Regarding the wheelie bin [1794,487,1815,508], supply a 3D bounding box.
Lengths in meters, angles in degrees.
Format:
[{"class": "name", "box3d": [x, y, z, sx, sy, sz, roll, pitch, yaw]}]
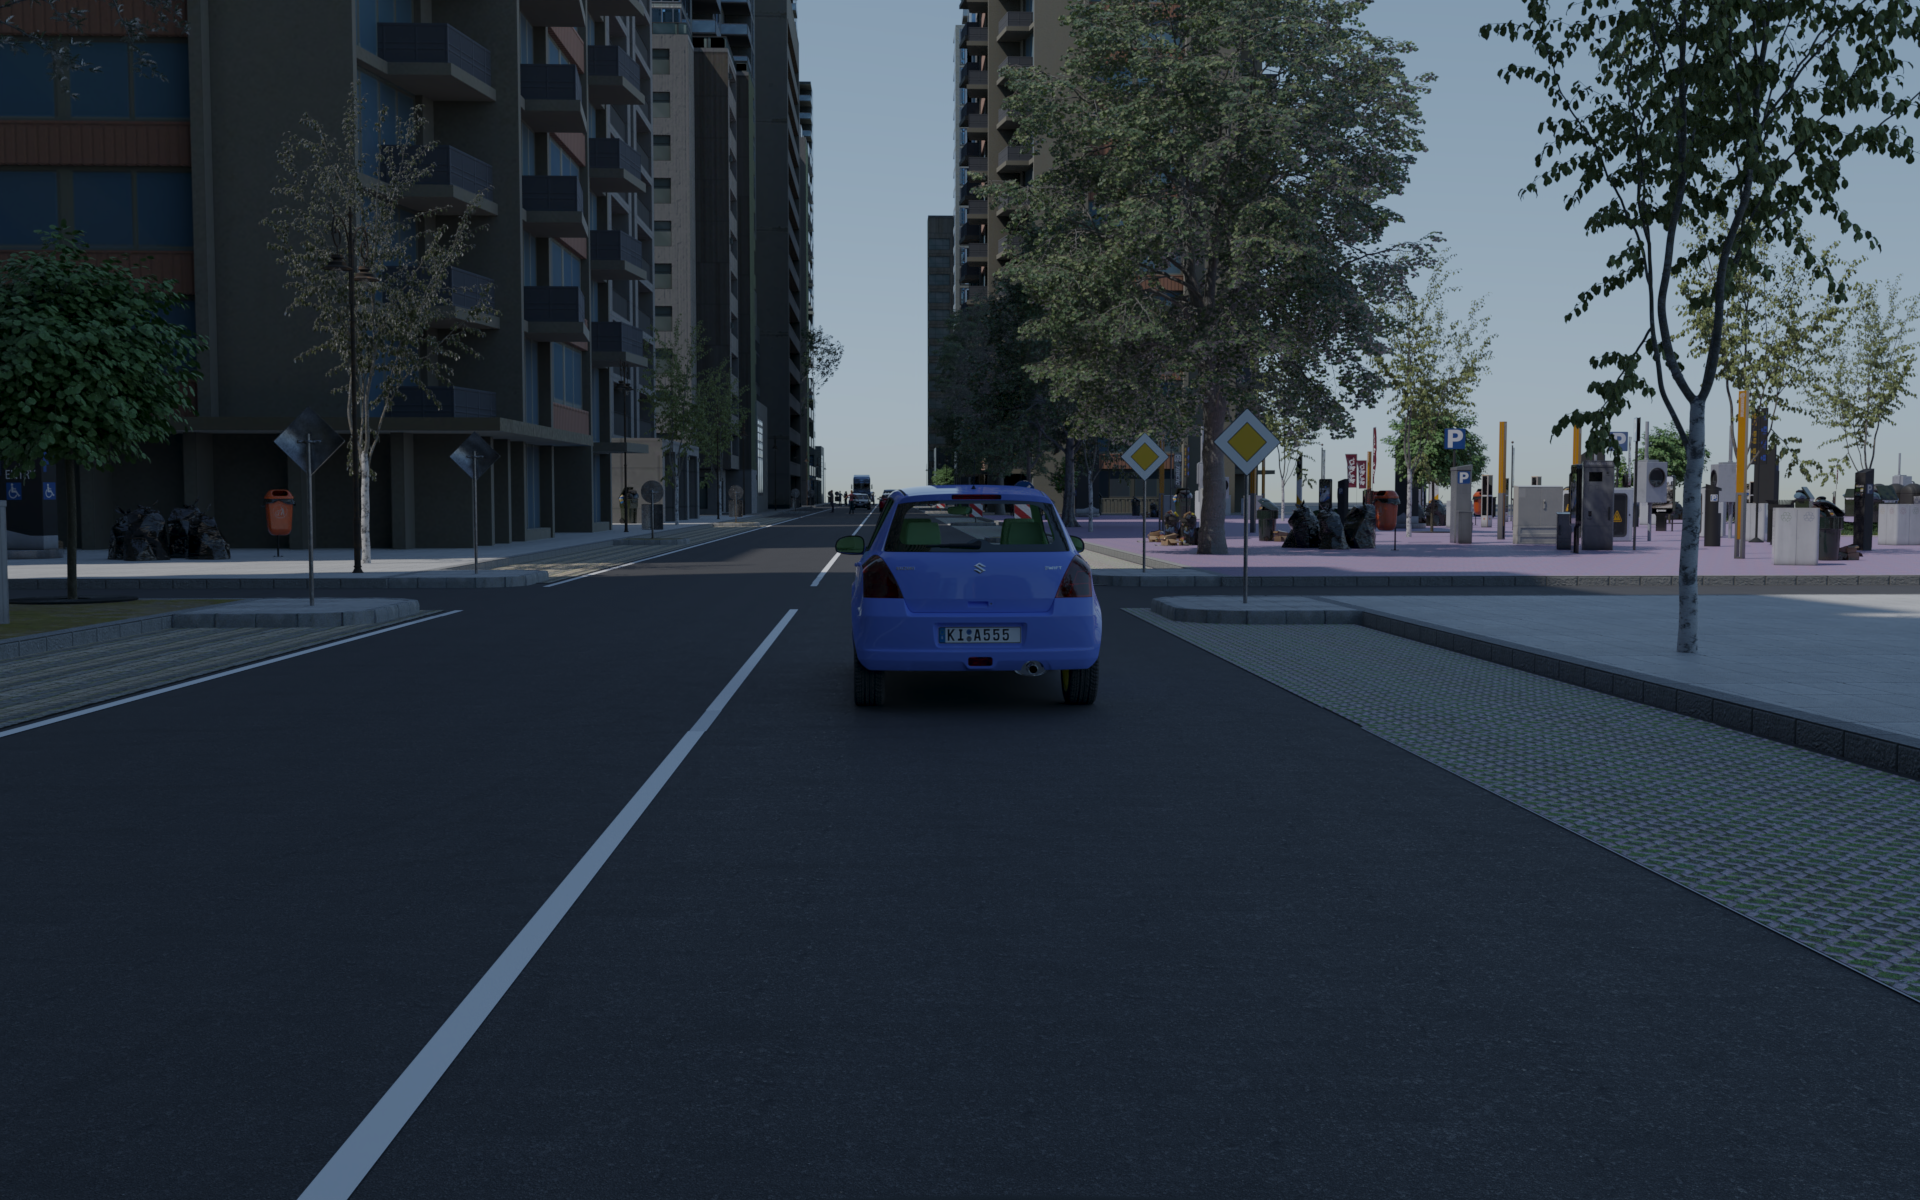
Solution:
[{"class": "wheelie bin", "box3d": [35.828, -4.015, 73.550, 0.693, 1.594, 0.980, 3, 5, 44]}]

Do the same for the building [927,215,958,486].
[{"class": "building", "box3d": [2.153, -34.995, 255.766, 14.154, 41.232, 14.086, 0, 4, -2]}]

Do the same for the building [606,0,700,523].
[{"class": "building", "box3d": [-23.630, -39.464, 83.492, 20.563, 71.187, 20.611, 0, 4, -2]}]

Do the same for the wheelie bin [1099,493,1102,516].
[{"class": "wheelie bin", "box3d": [8.168, -5.856, 103.660, 0.693, 1.594, 0.980, 0, 4, 2]}]

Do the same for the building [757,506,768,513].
[{"class": "building", "box3d": [-25.711, -50.064, 131.224, 22.319, 86.520, 31.000, 0, 4, -2]}]

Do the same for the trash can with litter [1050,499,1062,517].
[{"class": "trash can with litter", "box3d": [4.638, -4.510, 85.118, 1.055, 1.170, 0.624, 1, 4, 18]}]

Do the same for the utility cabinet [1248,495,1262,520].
[{"class": "utility cabinet", "box3d": [14.654, -4.619, 86.676, 1.020, 1.237, 0.306, -2, 4, -35]}]

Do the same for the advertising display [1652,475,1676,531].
[{"class": "advertising display", "box3d": [24.215, -3.336, 59.762, 0.123, 1.923, 0.974, -2, 4, -33]}]

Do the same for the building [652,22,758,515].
[{"class": "building", "box3d": [-20.551, -20.694, 110.050, 14.160, 30.474, 14.107, 0, 4, -2]}]

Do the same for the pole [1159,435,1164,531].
[{"class": "pole", "box3d": [6.927, -4.017, 59.528, 0.158, 3.312, 0.155, 0, 3, 0]}]

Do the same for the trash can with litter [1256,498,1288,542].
[{"class": "trash can with litter", "box3d": [8.528, -2.168, 46.838, 0.624, 1.170, 1.055, -3, 5, -39]}]

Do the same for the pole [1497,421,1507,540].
[{"class": "pole", "box3d": [15.242, -3.355, 48.690, 0.158, 3.312, 0.155, 0, 3, 0]}]

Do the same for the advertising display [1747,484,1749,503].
[{"class": "advertising display", "box3d": [48.419, -6.137, 105.551, 0.974, 1.923, 0.123, 2, 4, 31]}]

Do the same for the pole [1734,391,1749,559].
[{"class": "pole", "box3d": [15.468, -2.472, 34.268, 0.158, 3.312, 0.155, 0, 3, 0]}]

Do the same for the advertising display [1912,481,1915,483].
[{"class": "advertising display", "box3d": [46.583, -4.912, 85.527, 0.123, 1.923, 0.974, -3, 5, -43]}]

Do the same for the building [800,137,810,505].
[{"class": "building", "box3d": [-24.158, -31.125, 192.492, 14.154, 41.232, 14.086, 0, 4, -2]}]

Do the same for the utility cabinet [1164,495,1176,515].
[{"class": "utility cabinet", "box3d": [11.942, -5.383, 99.167, 1.020, 1.237, 0.306, 2, 4, 35]}]

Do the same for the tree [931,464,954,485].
[{"class": "tree", "box3d": [-1.524, -12.683, 191.077, 4.285, 4.588, 4.351, 0, 3, 0]}]

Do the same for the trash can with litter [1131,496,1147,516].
[{"class": "trash can with litter", "box3d": [10.543, -5.508, 101.444, 1.055, 1.170, 0.624, 0, 4, -2]}]

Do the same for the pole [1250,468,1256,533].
[{"class": "pole", "box3d": [9.722, -3.888, 57.407, 0.158, 3.312, 0.155, 0, 3, 0]}]

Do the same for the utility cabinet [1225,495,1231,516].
[{"class": "utility cabinet", "box3d": [15.556, -5.602, 102.761, 1.020, 1.237, 0.306, -2, 4, -24]}]

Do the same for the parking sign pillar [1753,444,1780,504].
[{"class": "parking sign pillar", "box3d": [43.556, -6.426, 93.541, 1.447, 3.967, 1.447, -2, 4, -26]}]

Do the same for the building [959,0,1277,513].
[{"class": "building", "box3d": [11.229, -29.063, 129.798, 22.147, 44.769, 28.867, 0, 4, -2]}]

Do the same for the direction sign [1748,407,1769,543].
[{"class": "direction sign", "box3d": [21.086, -3.288, 45.760, 0.379, 3.537, 0.876, 0, 4, -2]}]

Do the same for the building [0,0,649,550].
[{"class": "building", "box3d": [-21.643, -24.284, 51.675, 22.147, 44.769, 28.867, 0, 4, -2]}]

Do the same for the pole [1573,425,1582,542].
[{"class": "pole", "box3d": [15.509, -3.041, 43.570, 0.158, 3.312, 0.155, 0, 3, 0]}]

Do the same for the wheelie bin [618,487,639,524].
[{"class": "wheelie bin", "box3d": [-14.307, -4.101, 74.965, 0.693, 1.594, 0.980, 2, 4, 24]}]

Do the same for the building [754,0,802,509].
[{"class": "building", "box3d": [-25.838, -32.719, 158.653, 21.300, 48.544, 21.600, 0, 4, -2]}]

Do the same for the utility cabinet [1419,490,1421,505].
[{"class": "utility cabinet", "box3d": [22.418, -4.754, 86.411, 0.318, 1.500, 1.173, -3, 4, -38]}]

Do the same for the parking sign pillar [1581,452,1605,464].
[{"class": "parking sign pillar", "box3d": [31.048, -5.914, 85.161, 1.447, 3.967, 1.447, 3, 4, 38]}]

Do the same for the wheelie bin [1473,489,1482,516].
[{"class": "wheelie bin", "box3d": [30.043, -5.616, 99.722, 0.980, 1.594, 0.693, -2, 4, -30]}]

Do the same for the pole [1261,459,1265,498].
[{"class": "pole", "box3d": [17.143, -6.363, 97.884, 0.158, 3.312, 0.155, 0, 3, 0]}]

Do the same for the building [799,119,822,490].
[{"class": "building", "box3d": [-29.471, -36.371, 214.277, 23.786, 49.044, 30.456, 0, 4, -2]}]

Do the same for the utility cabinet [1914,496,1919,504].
[{"class": "utility cabinet", "box3d": [33.917, -3.068, 61.325, 0.306, 1.237, 1.020, 2, 4, 30]}]

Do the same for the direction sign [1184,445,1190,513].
[{"class": "direction sign", "box3d": [10.488, -5.388, 80.090, 0.379, 3.537, 0.876, 0, 4, -8]}]

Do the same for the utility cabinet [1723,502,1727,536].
[{"class": "utility cabinet", "box3d": [22.986, -2.568, 53.142, 0.306, 1.237, 1.020, -2, 4, -30]}]

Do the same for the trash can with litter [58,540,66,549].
[{"class": "trash can with litter", "box3d": [-19.668, -1.569, 37.043, 1.055, 1.170, 0.624, -2, 4, -32]}]

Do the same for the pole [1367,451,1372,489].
[{"class": "pole", "box3d": [19.530, -5.433, 82.676, 0.158, 3.312, 0.155, 0, 3, 0]}]

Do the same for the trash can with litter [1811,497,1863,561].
[{"class": "trash can with litter", "box3d": [16.943, -1.357, 33.579, 1.055, 1.170, 0.624, -1, 4, -22]}]

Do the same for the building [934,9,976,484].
[{"class": "building", "box3d": [8.051, -56.235, 232.113, 22.319, 86.520, 31.000, 0, 4, -2]}]

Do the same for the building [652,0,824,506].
[{"class": "building", "box3d": [-30.315, -56.950, 243.796, 22.319, 86.520, 31.000, 0, 4, -2]}]

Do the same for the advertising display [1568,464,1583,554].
[{"class": "advertising display", "box3d": [13.407, -1.988, 37.711, 0.123, 1.923, 0.974, 1, 4, 12]}]

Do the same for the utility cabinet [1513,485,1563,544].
[{"class": "utility cabinet", "box3d": [14.597, -2.144, 43.732, 1.173, 1.500, 0.318, 0, 4, -6]}]

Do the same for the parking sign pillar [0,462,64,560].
[{"class": "parking sign pillar", "box3d": [-18.714, -2.814, 34.479, 1.447, 3.967, 1.447, 1, 4, 11]}]

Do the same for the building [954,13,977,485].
[{"class": "building", "box3d": [10.033, -44.628, 167.915, 20.563, 71.187, 20.611, 0, 4, -2]}]

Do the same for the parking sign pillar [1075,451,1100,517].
[{"class": "parking sign pillar", "box3d": [7.079, -6.611, 96.569, 1.447, 3.967, 1.447, -1, 4, -9]}]

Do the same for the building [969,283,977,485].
[{"class": "building", "box3d": [7.669, -23.232, 151.550, 14.160, 30.474, 14.107, 0, 4, -2]}]

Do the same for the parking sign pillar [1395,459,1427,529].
[{"class": "parking sign pillar", "box3d": [16.721, -4.668, 64.798, 1.447, 3.967, 1.447, -1, 4, -8]}]

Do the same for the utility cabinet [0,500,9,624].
[{"class": "utility cabinet", "box3d": [-9.842, -0.382, 17.410, 0.306, 1.237, 1.020, -3, 5, -39]}]

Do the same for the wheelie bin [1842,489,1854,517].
[{"class": "wheelie bin", "box3d": [50.682, -5.539, 98.476, 0.693, 1.594, 0.980, -3, 5, -43]}]

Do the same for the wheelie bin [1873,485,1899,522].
[{"class": "wheelie bin", "box3d": [32.698, -3.270, 61.373, 0.980, 1.594, 0.693, -1, 4, -8]}]

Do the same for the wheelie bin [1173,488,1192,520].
[{"class": "wheelie bin", "box3d": [11.018, -4.741, 85.420, 0.980, 1.594, 0.693, -1, 4, -17]}]

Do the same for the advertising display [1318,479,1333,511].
[{"class": "advertising display", "box3d": [15.389, -4.143, 72.945, 0.123, 1.923, 0.974, -1, 4, -17]}]
